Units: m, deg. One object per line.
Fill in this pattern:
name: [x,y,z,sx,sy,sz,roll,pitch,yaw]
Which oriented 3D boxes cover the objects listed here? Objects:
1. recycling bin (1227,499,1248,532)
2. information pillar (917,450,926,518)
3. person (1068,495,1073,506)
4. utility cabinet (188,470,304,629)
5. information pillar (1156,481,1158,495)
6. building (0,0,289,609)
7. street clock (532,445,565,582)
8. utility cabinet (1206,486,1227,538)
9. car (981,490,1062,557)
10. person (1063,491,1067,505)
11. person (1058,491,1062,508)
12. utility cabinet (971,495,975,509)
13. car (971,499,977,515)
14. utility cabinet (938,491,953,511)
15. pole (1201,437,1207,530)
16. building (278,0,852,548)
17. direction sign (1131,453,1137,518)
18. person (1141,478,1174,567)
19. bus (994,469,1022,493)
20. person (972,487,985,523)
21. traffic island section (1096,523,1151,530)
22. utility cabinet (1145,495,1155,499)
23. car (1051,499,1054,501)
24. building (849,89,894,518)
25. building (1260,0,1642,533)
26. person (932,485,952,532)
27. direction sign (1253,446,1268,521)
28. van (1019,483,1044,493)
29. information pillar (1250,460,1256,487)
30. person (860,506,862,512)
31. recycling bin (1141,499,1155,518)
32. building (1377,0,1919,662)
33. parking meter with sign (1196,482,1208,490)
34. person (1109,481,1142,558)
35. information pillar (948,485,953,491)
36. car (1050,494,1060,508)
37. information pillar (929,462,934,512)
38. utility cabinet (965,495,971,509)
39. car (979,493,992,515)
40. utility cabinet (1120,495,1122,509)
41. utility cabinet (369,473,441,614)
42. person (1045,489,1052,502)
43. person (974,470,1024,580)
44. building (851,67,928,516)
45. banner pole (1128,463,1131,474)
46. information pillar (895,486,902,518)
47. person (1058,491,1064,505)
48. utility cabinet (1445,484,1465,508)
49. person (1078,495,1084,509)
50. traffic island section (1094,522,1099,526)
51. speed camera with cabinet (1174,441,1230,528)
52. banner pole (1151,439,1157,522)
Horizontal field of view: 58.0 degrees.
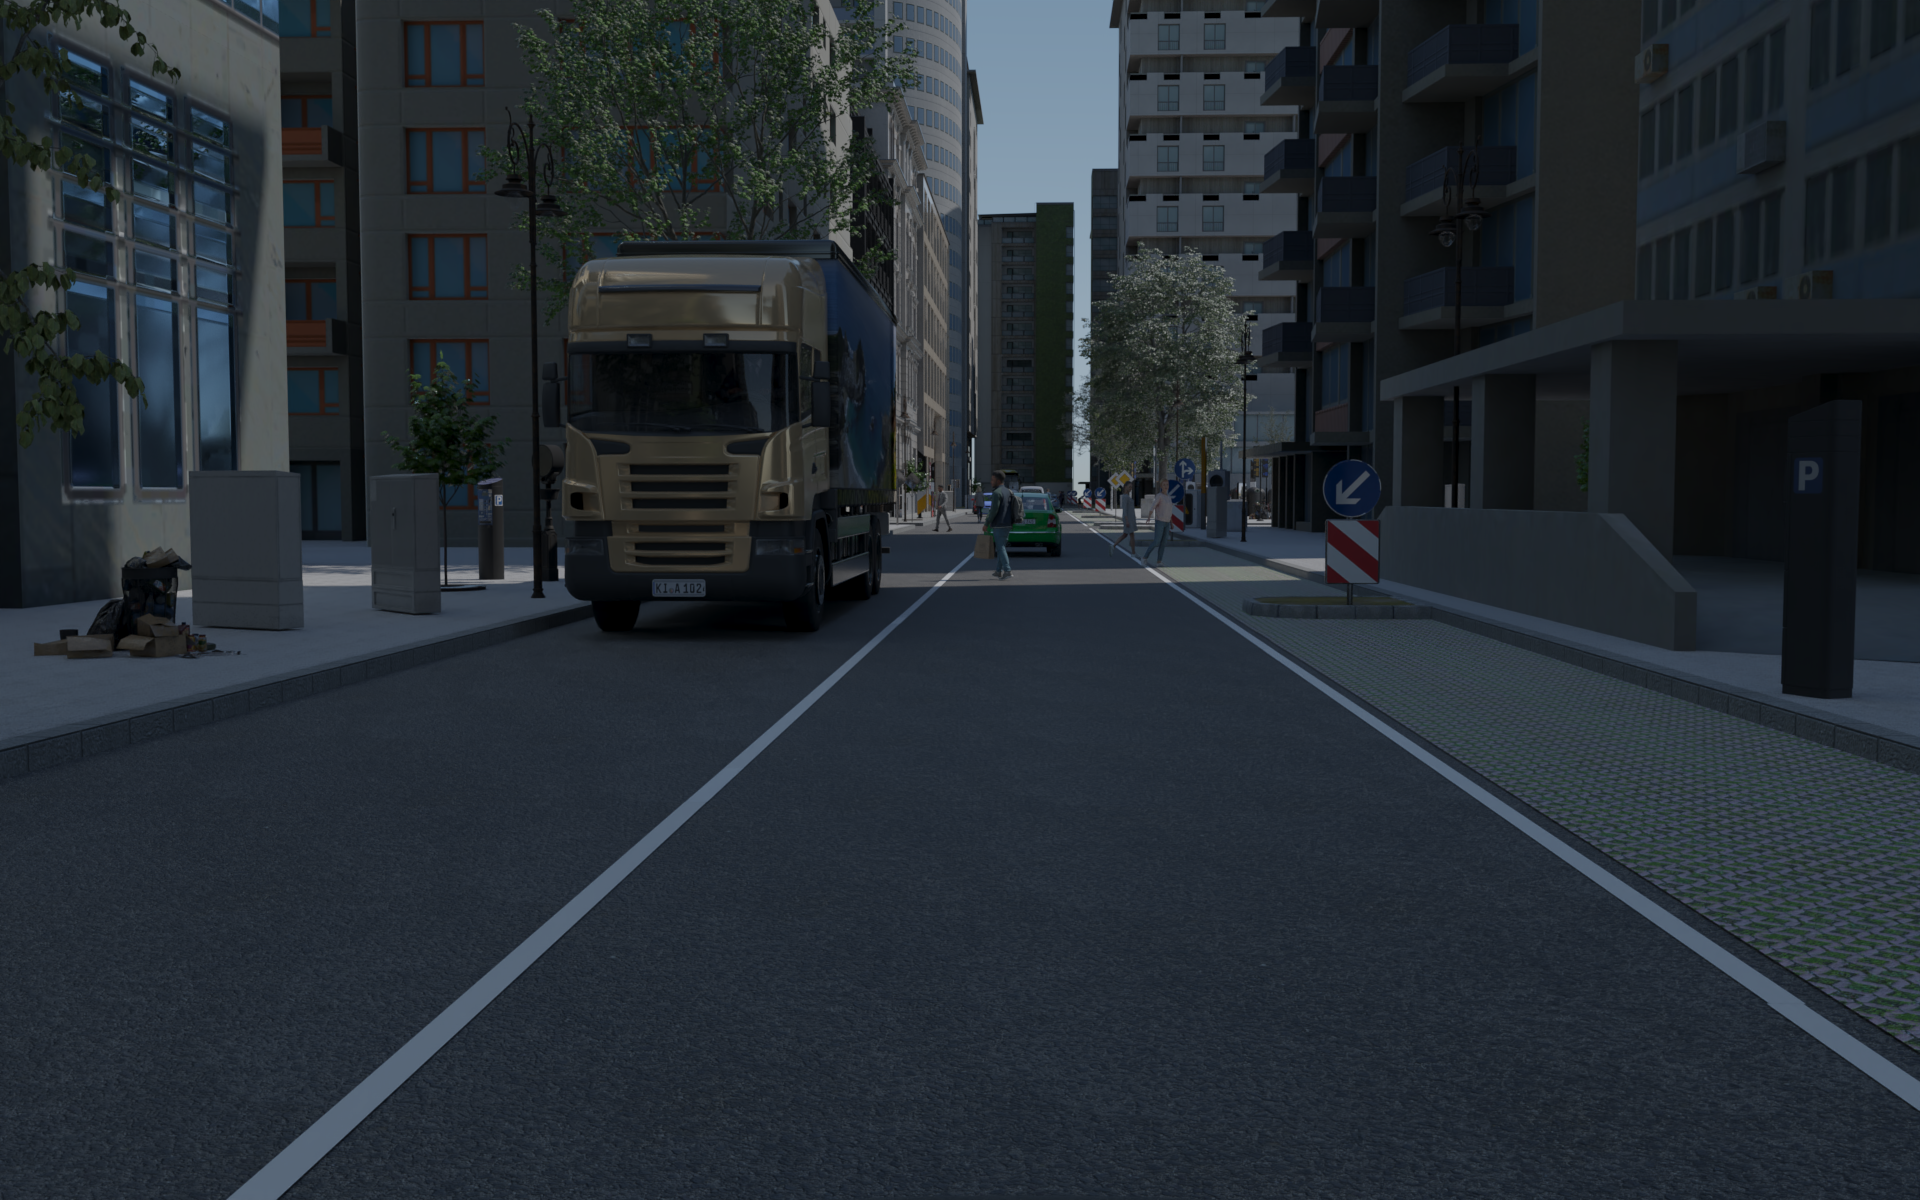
recycling bin: [9.459,-2.860,59.310,0.722,1.027,0.722,1,4,14]
information pillar: [-2.028,-6.091,90.941,0.504,3.616,0.183,0,4,-5]
person: [12.886,-11.518,200.038,0.991,1.433,0.599,2,4,25]
utility cabinet: [-6.794,-0.478,16.502,1.173,1.500,0.318,2,4,27]
information pillar: [11.463,-5.837,99.932,0.304,2.012,0.304,-3,5,-42]
building: [-20.033,-42.570,8.690,22.319,86.520,31.000,0,4,3]
street clock: [-6.037,-1.275,25.423,0.471,2.002,0.358,3,4,36]
utility cabinet: [7.515,-2.571,50.714,0.318,1.500,1.173,2,4,24]
car: [1.467,-1.975,41.086,1.959,1.807,4.718,0,4,1]
person: [13.527,-13.338,226.560,1.348,1.826,0.705,2,4,23]
person: [9.994,-10.072,173.631,0.568,1.767,0.683,-1,4,-15]
utility cabinet: [1.058,-8.677,153.038,0.306,1.237,1.020,1,4,19]
car: [1.886,-6.940,122.505,2.155,1.783,4.494,0,4,3]
utility cabinet: [-1.072,-7.432,130.188,1.173,1.500,0.318,0,4,6]
pole: [8.787,-4.194,62.419,0.158,3.312,0.155,0,3,0]
building: [-19.310,-12.852,55.174,28.899,21.520,27.650,0,4,3]
direction sign: [9.435,-6.254,94.254,0.379,3.537,0.876,1,4,22]
person: [3.794,-1.503,33.742,0.598,1.740,0.731,2,4,29]
bus: [4.820,-11.329,176.774,2.896,3.916,12.252,0,4,2]
person: [0.885,-4.710,85.698,0.709,1.800,0.728,0,4,-4]
traffic island section: [6.715,-2.953,70.555,2.009,0.180,2.903,0,4,3]
utility cabinet: [13.215,-6.647,119.841,0.306,1.237,1.020,-3,4,-37]
car: [5.551,-6.768,122.453,2.131,1.459,4.920,0,4,4]
building: [-10.147,-15.789,87.820,12.332,23.373,15.834,0,4,3]
building: [21.196,-24.390,53.401,22.147,44.769,28.867,0,4,3]
person: [-0.664,-3.475,65.589,0.850,1.792,0.678,-2,4,-34]
direction sign: [14.190,-5.491,81.775,0.876,3.537,0.379,-2,4,-29]
van: [3.996,-5.490,96.772,2.013,2.044,4.112,0,4,3]
information pillar: [19.853,-7.708,117.376,0.183,3.616,0.504,-2,4,-33]
person: [-4.192,-3.820,73.547,0.523,1.515,0.503,-2,4,-34]
recycling bin: [10.119,-4.920,92.996,0.722,1.027,0.722,1,4,15]
building: [22.237,-20.013,19.090,32.217,40.220,23.993,0,4,3]
parking meter with sign: [15.497,-7.014,110.946,1.738,3.016,0.543,3,5,41]
person: [3.738,-1.818,38.968,0.760,1.731,0.466,-1,4,-22]
information pillar: [-0.803,-8.301,140.220,0.304,2.012,0.304,2,4,35]
car: [8.367,-9.138,161.413,2.014,1.417,4.499,0,4,5]
information pillar: [-1.950,-7.985,121.915,0.504,3.616,0.183,-1,4,-16]
utility cabinet: [0.587,-8.603,151.826,0.306,1.237,1.020,0,4,3]
car: [2.018,-6.217,111.241,1.945,1.707,3.694,0,4,1]
utility cabinet: [14.143,-8.589,151.588,0.306,1.237,1.020,0,4,4]
utility cabinet: [-6.028,-0.617,18.767,0.318,1.500,1.173,-3,5,-40]
person: [6.472,-7.304,127.943,0.581,1.822,0.654,1,4,11]
person: [0.635,-1.243,28.804,0.794,1.824,0.713,-3,5,-40]
building: [-9.559,-19.567,107.313,14.401,28.519,23.554,0,4,3]
banner pole: [13.598,-9.172,139.972,0.401,3.779,0.863,-2,4,-24]
information pillar: [-3.329,-5.471,93.947,0.304,2.012,0.304,2,4,31]
person: [12.874,-12.910,219.583,0.705,1.823,1.348,3,4,37]
utility cabinet: [10.619,-1.747,37.240,0.318,1.500,1.173,1,4,22]
person: [11.634,-9.400,165.381,0.799,1.438,0.628,0,4,5]
traffic island section: [7.083,-3.440,78.532,2.009,0.180,2.903,0,4,3]
speed camera with cabinet: [9.057,-4.313,64.850,2.038,3.252,0.660,2,4,30]
banner pole: [8.867,-5.431,78.813,0.401,3.779,0.863,1,4,16]
